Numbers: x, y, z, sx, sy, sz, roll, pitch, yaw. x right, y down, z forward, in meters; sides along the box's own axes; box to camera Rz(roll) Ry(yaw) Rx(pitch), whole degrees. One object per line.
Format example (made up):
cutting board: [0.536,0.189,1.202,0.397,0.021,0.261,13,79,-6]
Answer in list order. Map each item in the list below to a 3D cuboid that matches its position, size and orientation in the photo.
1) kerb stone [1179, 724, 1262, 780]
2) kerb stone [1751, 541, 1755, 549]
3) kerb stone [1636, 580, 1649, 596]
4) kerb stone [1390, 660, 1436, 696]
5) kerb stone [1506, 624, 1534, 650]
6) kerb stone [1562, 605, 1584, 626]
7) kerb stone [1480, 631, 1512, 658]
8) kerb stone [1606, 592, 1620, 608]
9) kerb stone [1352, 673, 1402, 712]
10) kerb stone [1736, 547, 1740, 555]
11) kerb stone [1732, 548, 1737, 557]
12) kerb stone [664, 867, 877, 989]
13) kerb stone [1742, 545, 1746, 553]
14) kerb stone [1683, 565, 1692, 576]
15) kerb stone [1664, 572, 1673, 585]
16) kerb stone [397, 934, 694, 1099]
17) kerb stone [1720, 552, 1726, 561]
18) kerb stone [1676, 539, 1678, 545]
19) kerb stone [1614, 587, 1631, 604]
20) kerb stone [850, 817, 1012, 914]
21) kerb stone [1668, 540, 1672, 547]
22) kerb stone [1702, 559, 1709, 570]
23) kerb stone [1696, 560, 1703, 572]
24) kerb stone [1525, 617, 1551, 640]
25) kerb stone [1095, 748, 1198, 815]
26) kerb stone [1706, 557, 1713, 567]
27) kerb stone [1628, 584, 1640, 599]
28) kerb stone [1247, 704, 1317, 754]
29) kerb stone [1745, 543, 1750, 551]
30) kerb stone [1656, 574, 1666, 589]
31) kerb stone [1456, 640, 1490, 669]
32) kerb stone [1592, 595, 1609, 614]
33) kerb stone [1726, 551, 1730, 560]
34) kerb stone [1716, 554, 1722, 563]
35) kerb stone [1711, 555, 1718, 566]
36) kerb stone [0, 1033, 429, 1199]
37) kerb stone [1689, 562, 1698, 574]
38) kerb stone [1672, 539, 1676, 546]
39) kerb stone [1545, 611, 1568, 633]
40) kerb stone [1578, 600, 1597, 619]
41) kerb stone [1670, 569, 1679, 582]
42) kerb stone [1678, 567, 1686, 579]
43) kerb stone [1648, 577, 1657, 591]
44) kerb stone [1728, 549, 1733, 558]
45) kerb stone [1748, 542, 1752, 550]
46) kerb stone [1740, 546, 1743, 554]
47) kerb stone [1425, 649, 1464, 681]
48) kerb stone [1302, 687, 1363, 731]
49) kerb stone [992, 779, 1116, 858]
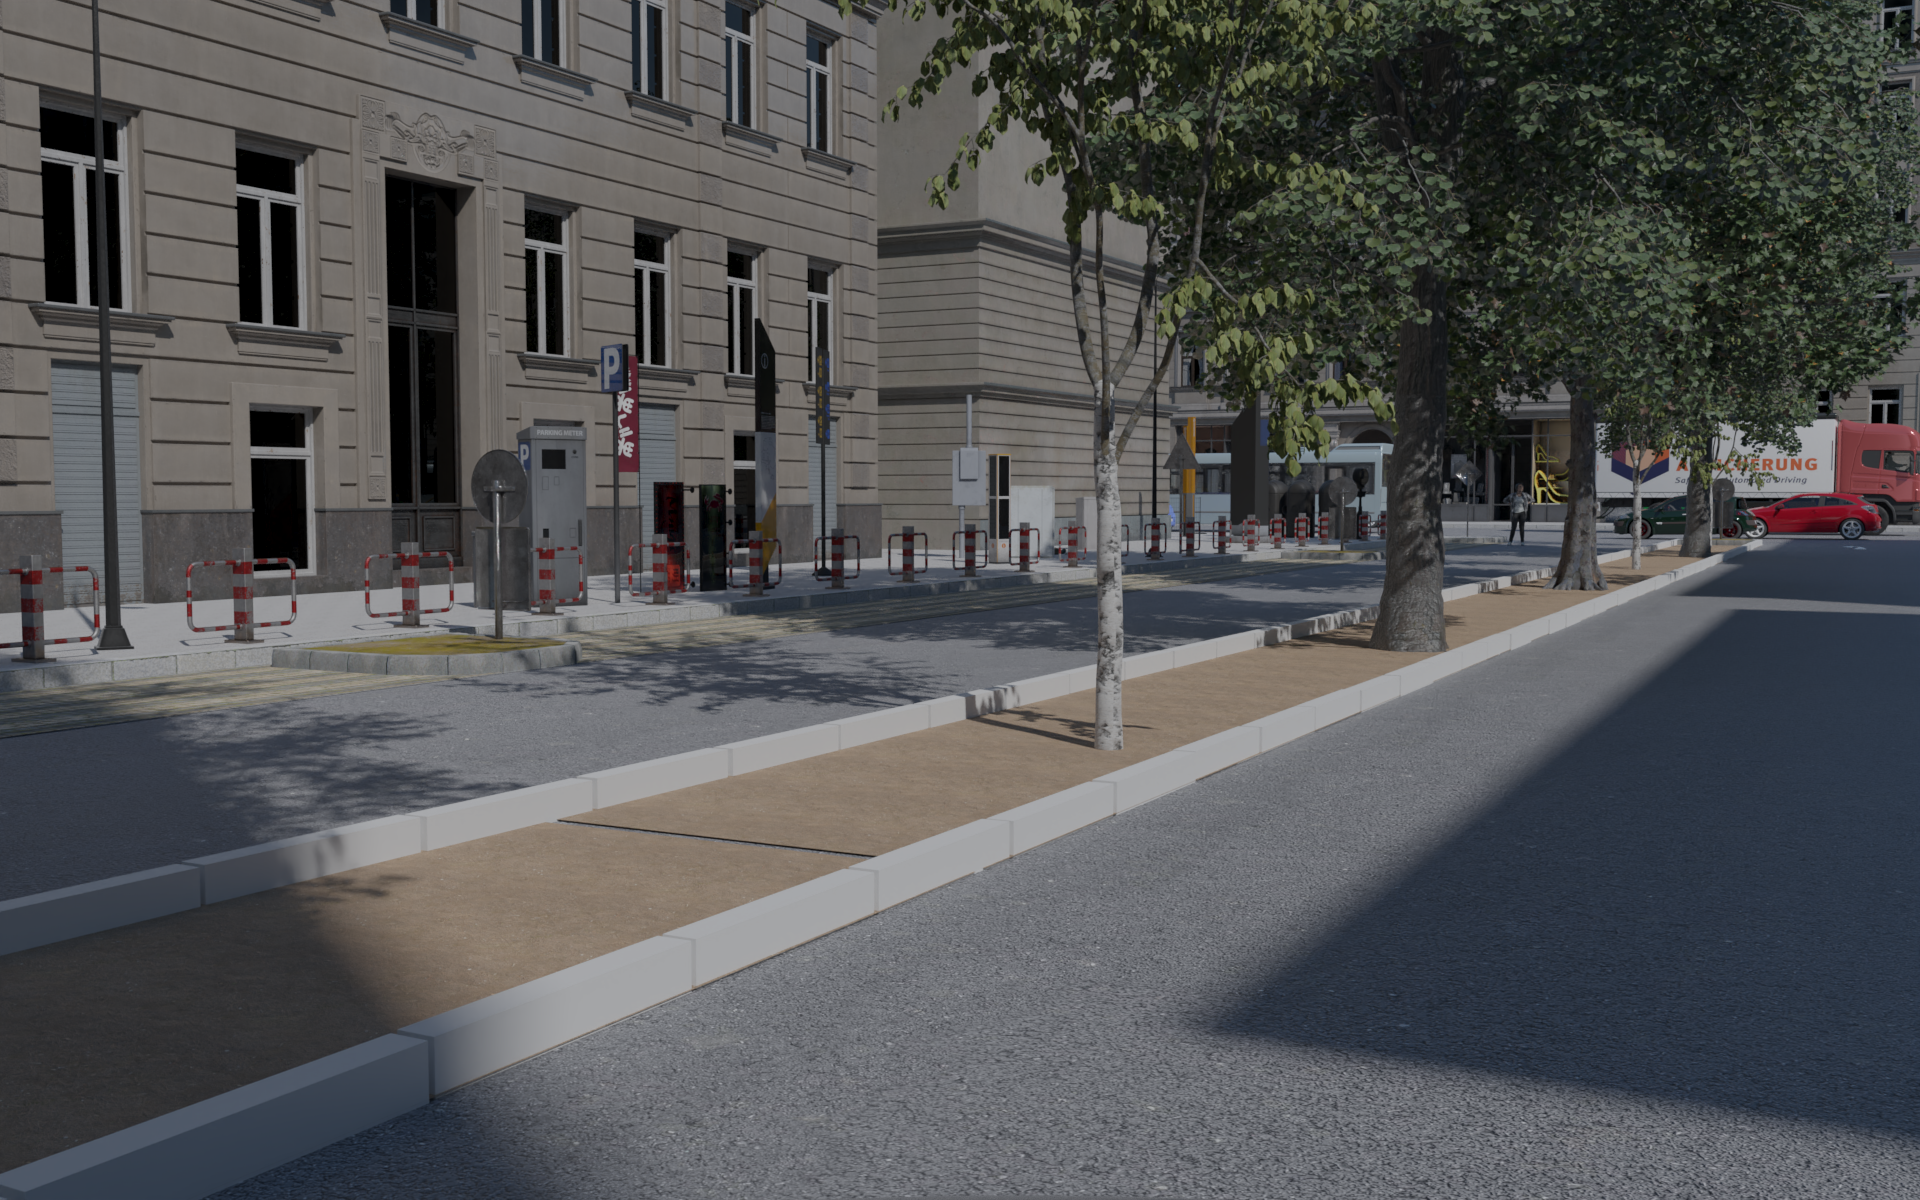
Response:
kerb stone: [1.356,0.801,9.104,0.120,0.150,1.000,2,4,28]
kerb stone: [20.273,-1.364,44.504,0.120,0.150,1.000,2,4,28]
kerb stone: [9.602,-0.143,24.537,0.120,0.150,1.000,2,4,28]
kerb stone: [3.302,0.580,12.720,0.120,0.150,1.000,2,4,28]
kerb stone: [5.239,0.358,16.349,0.120,0.150,1.000,2,4,28]
kerb stone: [6.702,0.190,19.084,0.120,0.150,1.000,2,4,28]
kerb stone: [4.742,0.413,15.438,0.120,0.150,1.000,2,4,28]
kerb stone: [8.149,0.027,21.818,0.120,0.150,1.000,2,4,28]
kerb stone: [2.816,0.638,11.818,0.120,0.150,1.000,2,4,28]
kerb stone: [17.846,-1.088,39.982,0.120,0.150,1.000,2,4,28]
kerb stone: [17.362,-1.029,39.063,0.120,0.150,1.000,2,4,28]
kerb stone: [-0.580,1.025,5.473,0.120,0.150,1.000,2,4,28]
kerb stone: [18.813,-1.199,41.791,0.120,0.150,1.000,2,4,28]
kerb stone: [12.515,-0.469,29.991,0.120,0.150,1.000,2,4,28]
kerb stone: [11.064,-0.310,27.270,0.120,0.150,1.000,2,4,28]
kerb stone: [-1.060,1.078,4.564,0.120,0.150,1.000,2,4,28]
kerb stone: [15.911,-0.866,36.349,0.120,0.150,1.000,2,4,28]
kerb stone: [19.844,-1.586,48.171,0.120,0.150,1.000,2,4,28]
kerb stone: [8.637,-0.032,22.720,0.120,0.150,1.000,2,4,28]
kerb stone: [-0.095,0.968,6.376,0.120,0.150,1.000,2,4,28]
kerb stone: [18.874,-1.478,46.358,0.120,0.150,1.000,2,4,28]
kerb stone: [13.983,-0.644,32.720,0.120,0.150,1.000,2,4,28]
kerb stone: [13.491,-0.588,31.809,0.120,0.150,1.000,2,4,28]
kerb stone: [5.715,0.302,17.259,0.120,0.150,1.000,2,4,28]
kerb stone: [0.883,0.856,8.194,0.120,0.150,1.000,2,4,28]
kerb stone: [14.461,-0.697,33.630,0.120,0.150,1.000,2,4,28]
kerb stone: [9.115,-0.088,23.626,0.120,0.150,1.000,2,4,28]
kerb stone: [1.846,0.745,10.008,0.120,0.150,1.000,2,4,28]
kerb stone: [19.298,-1.249,42.694,0.120,0.150,1.000,2,4,28]
kerb stone: [10.579,-0.254,26.354,0.120,0.150,1.000,2,4,28]
kerb stone: [4.261,0.469,14.532,0.120,0.150,1.000,2,4,28]
kerb stone: [7.670,0.079,20.908,0.120,0.150,1.000,2,4,28]
kerb stone: [16.399,-0.921,37.253,0.120,0.150,1.000,2,4,28]
kerb stone: [15.427,-0.809,35.443,0.120,0.150,1.000,2,4,28]
kerb stone: [14.946,-0.755,34.533,0.120,0.150,1.000,2,4,28]
kerb stone: [-1.537,1.134,3.657,0.120,0.150,1.000,2,4,28]
kerb stone: [13.004,-0.533,30.907,0.120,0.150,1.000,2,4,28]
kerb stone: [19.359,-1.533,47.266,0.120,0.150,1.000,2,4,28]
kerb stone: [6.207,0.247,18.162,0.120,0.150,1.000,2,4,28]
kerb stone: [7.182,0.134,19.997,0.120,0.150,1.000,2,4,28]
kerb stone: [11.543,-0.366,28.175,0.120,0.150,1.000,2,4,28]
kerb stone: [12.028,-0.421,29.079,0.120,0.150,1.000,2,4,28]
kerb stone: [10.088,-0.196,25.454,0.120,0.150,1.000,2,4,28]
kerb stone: [16.873,-0.977,38.162,0.120,0.150,1.000,2,4,28]
kerb stone: [19.775,-1.305,43.602,0.120,0.150,1.000,2,4,28]
kerb stone: [18.330,-1.143,40.887,0.120,0.150,1.000,2,4,28]
kerb stone: [3.779,0.524,13.627,0.120,0.150,1.000,2,4,28]
kerb stone: [2.327,0.690,10.914,0.120,0.150,1.000,2,4,28]
kerb stone: [0.394,0.916,7.289,0.120,0.150,1.000,2,4,28]
